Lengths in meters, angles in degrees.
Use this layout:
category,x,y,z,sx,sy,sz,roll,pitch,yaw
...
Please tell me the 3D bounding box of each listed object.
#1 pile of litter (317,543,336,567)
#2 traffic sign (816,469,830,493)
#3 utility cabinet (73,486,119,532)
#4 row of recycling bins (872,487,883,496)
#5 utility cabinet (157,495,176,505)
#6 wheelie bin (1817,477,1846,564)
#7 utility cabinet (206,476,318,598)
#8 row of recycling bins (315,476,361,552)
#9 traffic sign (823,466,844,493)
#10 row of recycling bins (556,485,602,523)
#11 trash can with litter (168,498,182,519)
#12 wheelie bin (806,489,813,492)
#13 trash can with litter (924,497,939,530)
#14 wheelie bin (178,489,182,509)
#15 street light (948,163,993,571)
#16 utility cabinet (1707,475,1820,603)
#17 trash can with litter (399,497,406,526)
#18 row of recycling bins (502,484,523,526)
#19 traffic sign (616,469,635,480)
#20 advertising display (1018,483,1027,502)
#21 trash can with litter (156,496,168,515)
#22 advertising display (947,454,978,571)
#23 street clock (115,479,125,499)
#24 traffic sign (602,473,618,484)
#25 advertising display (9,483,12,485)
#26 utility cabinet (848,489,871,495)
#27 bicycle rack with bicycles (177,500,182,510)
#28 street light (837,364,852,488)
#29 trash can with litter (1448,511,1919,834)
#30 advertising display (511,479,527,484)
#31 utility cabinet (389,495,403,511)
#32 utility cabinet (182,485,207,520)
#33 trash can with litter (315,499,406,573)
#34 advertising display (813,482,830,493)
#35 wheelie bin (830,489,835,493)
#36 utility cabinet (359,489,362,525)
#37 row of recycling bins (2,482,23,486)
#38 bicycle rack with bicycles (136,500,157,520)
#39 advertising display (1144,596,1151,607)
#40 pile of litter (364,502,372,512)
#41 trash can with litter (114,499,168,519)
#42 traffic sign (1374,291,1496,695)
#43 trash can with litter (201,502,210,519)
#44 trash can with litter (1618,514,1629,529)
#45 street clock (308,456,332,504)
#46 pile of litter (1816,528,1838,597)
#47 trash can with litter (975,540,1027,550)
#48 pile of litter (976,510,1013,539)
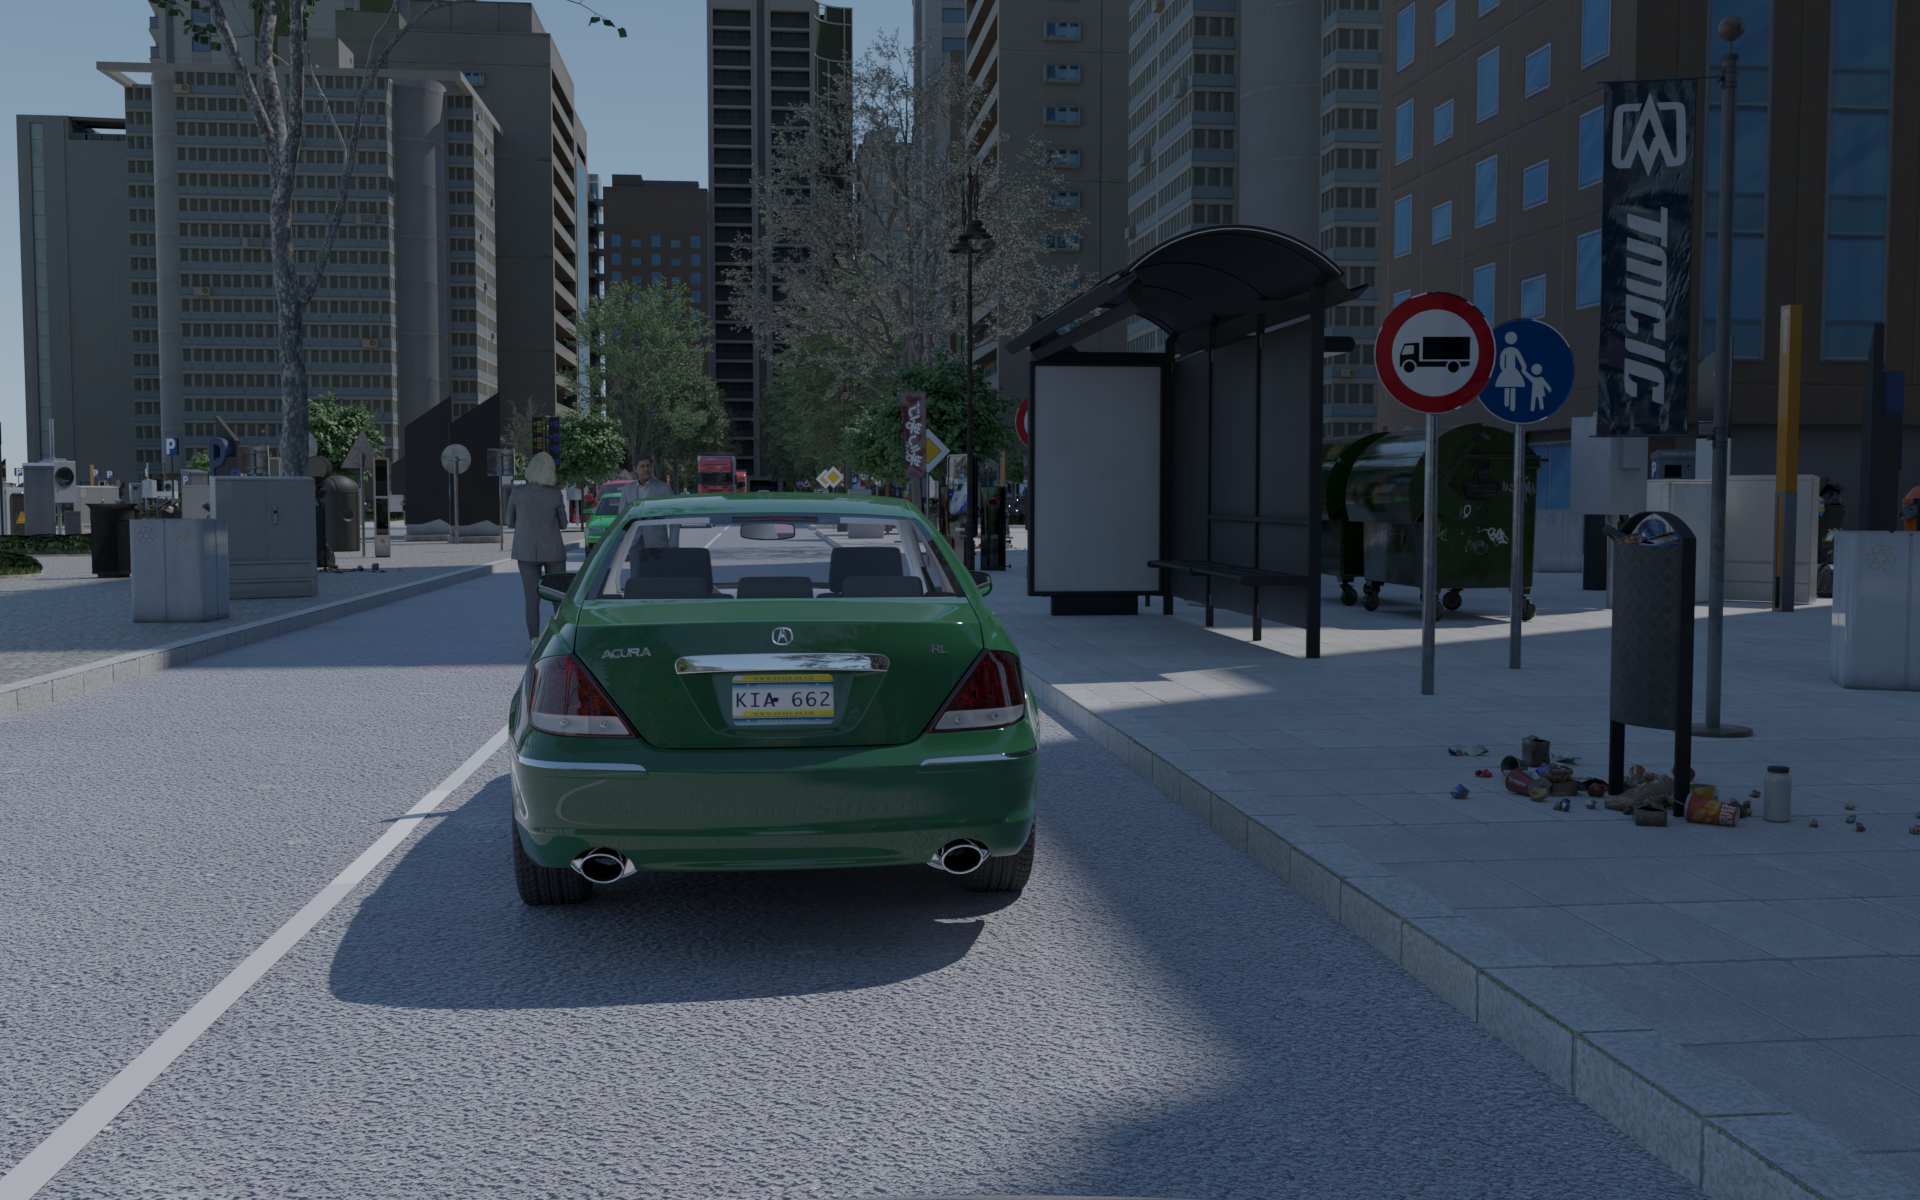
category,x,y,z,sx,sy,sz,roll,pitch,yaw
pile of litter,-11.636,-0.990,30.155,1.176,0.858,1.719,3,5,44
traffic sign,-5.443,-4.066,70.129,0.795,2.450,0.064,0,4,-6
utility cabinet,-23.508,-2.355,47.177,0.318,1.500,1.173,2,4,26
row of recycling bins,-6.189,-8.419,144.767,3.534,1.692,1.069,2,4,29
utility cabinet,-49.817,-5.968,108.740,1.020,1.237,0.306,0,4,3
wheelie bin,15.960,-1.473,31.992,0.693,1.594,0.980,1,4,17
utility cabinet,-8.566,-0.774,21.326,1.173,1.500,0.318,-3,4,-37
row of recycling bins,-14.534,-2.004,39.875,1.069,1.692,3.534,-2,4,-30
traffic sign,-4.541,-3.581,62.195,0.795,2.450,0.064,0,4,-6
row of recycling bins,-16.592,-4.331,77.930,3.534,1.692,1.069,-2,4,-24
trash can with litter,-21.340,-2.131,46.227,1.055,1.170,0.624,1,4,11
wheelie bin,-10.230,-6.770,118.599,0.980,1.594,0.693,-1,4,-14
trash can with litter,-1.106,-3.038,61.057,0.624,1.170,1.055,-1,4,-21
wheelie bin,-52.260,-6.641,116.492,0.980,1.594,0.693,1,4,11
street light,0.140,-3.170,24.611,0.468,5.910,1.993,0,4,-6
utility cabinet,9.487,-0.723,20.504,1.173,1.500,0.318,3,5,41
trash can with litter,-22.127,-3.592,70.121,0.624,1.170,1.055,2,4,28
row of recycling bins,-18.097,-3.861,70.248,1.069,1.692,3.534,-2,4,-27
traffic sign,-13.388,-4.013,69.251,0.795,2.450,0.064,0,4,-6
advertising display,3.827,-5.803,100.087,0.974,1.923,0.123,-1,4,-21
trash can with litter,-32.192,-3.634,70.479,2.233,1.210,1.678,1,4,13
advertising display,0.039,-1.394,28.003,0.123,1.923,0.974,-2,4,-24
street clock,-40.131,-4.786,82.821,0.471,2.002,0.358,2,4,34
traffic sign,-12.487,-3.527,61.316,0.795,2.450,0.064,0,4,-6
advertising display,-54.689,-5.772,99.593,0.123,1.923,0.974,-3,5,-44
utility cabinet,-4.776,-4.438,81.234,1.173,1.500,0.318,-2,4,-34
bicycle rack with bicycles,-47.026,-5.468,102.784,2.852,0.926,2.925,-3,5,-43
street light,-4.112,-5.442,61.768,0.468,5.910,1.993,0,4,-6
trash can with litter,2.879,0.218,7.496,1.678,1.210,2.233,-1,4,-8
advertising display,-19.025,-4.252,74.740,0.123,1.923,0.974,1,4,22
utility cabinet,-33.493,-5.589,102.548,1.020,1.237,0.306,-3,5,-44
utility cabinet,-18.837,-2.125,43.417,1.173,1.500,0.318,-1,4,-20
trash can with litter,-10.267,-1.057,28.334,2.233,1.210,1.678,0,4,-7
advertising display,-7.372,-5.332,92.399,0.974,1.923,0.123,2,4,26
wheelie bin,-8.527,-6.411,112.720,0.980,1.594,0.693,3,5,40
utility cabinet,-24.894,-3.776,70.411,1.173,1.500,0.318,-2,4,-24
row of recycling bins,-32.606,-3.139,58.428,3.534,1.692,1.069,1,4,14
bicycle rack with bicycles,-40.704,-4.398,85.291,2.925,0.926,2.852,-1,4,-21
advertising display,1.715,-0.889,19.752,0.974,1.923,0.123,0,4,5
pile of litter,-33.083,-5.072,96.894,1.176,0.858,1.719,-3,5,-44
trash can with litter,-19.299,-1.785,40.564,0.624,1.170,1.055,3,5,40
traffic sign,2.995,-0.667,11.014,0.768,2.556,0.104,0,4,1
trash can with litter,-10.077,-0.786,24.239,1.055,1.170,0.624,0,4,-1
trash can with litter,11.036,-1.072,28.910,1.055,1.170,0.624,-3,5,-43
street clock,-12.245,-1.743,33.071,0.471,2.002,0.358,0,4,4
pile of litter,11.277,-0.470,21.654,1.719,0.858,1.176,-3,5,-43
trash can with litter,0.836,-1.831,40.990,1.678,1.210,2.233,0,4,-4
pile of litter,0.993,-2.207,50.046,1.176,0.858,1.719,1,4,10
